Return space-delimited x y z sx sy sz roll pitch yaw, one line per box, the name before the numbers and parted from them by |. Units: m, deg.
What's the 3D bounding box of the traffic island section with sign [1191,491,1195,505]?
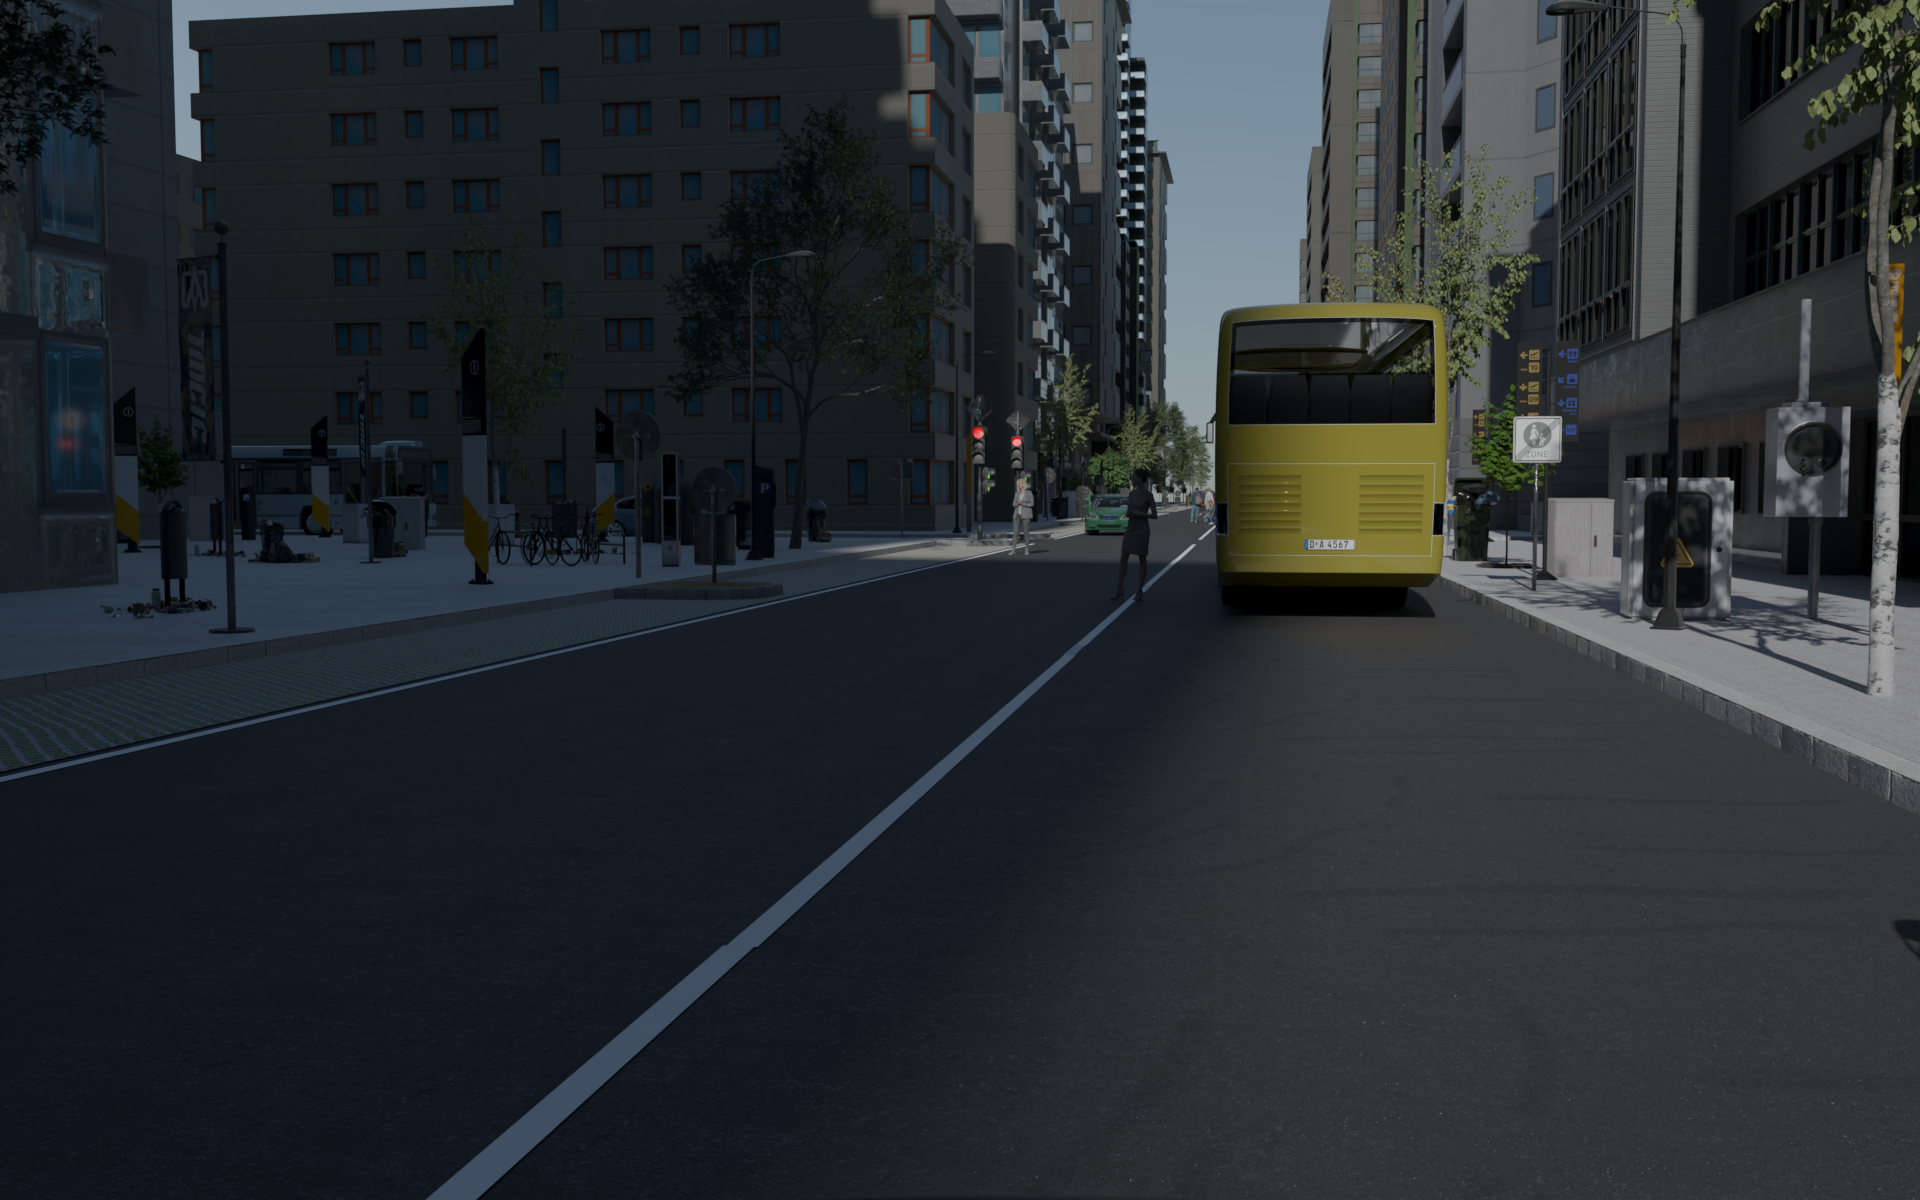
traffic island section with sign | 32.133 -13.933 236.428 1.989 1.847 2.006 1 4 10

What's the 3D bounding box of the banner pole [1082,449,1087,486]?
banner pole | 6.939 -6.525 96.698 0.401 3.779 0.863 -1 4 -17

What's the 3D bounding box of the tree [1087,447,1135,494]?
tree | 10.432 -8.314 119.644 4.285 4.588 4.351 0 3 0

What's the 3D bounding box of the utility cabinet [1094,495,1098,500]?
utility cabinet | 8.663 -5.969 108.749 0.306 1.237 1.020 1 4 17

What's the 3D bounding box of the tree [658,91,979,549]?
tree | -3.557 -6.468 40.159 7.601 10.594 8.767 2 4 23

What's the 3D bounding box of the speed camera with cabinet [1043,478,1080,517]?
speed camera with cabinet | 5.627 -6.201 95.729 2.038 3.252 0.660 0 4 6

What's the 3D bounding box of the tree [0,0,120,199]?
tree | -7.798 -4.560 8.963 7.601 10.594 8.767 0 4 5

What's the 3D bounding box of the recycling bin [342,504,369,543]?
recycling bin | -15.679 -2.009 45.407 0.722 1.027 0.722 2 4 34

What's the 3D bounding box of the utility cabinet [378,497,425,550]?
utility cabinet | -12.844 -1.754 39.840 1.020 1.237 0.306 1 4 12

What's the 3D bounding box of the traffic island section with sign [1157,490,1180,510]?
traffic island section with sign | 18.421 -8.947 154.910 1.989 1.847 2.006 1 4 10

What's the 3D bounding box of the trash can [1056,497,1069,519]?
trash can | 5.300 -4.775 89.723 0.748 1.137 0.748 0 3 0

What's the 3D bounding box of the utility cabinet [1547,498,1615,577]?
utility cabinet | 9.602 -0.959 26.847 1.020 1.237 0.306 -1 4 -12

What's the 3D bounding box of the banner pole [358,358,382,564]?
banner pole | -11.054 -2.580 32.199 0.401 3.779 0.863 -2 4 -34

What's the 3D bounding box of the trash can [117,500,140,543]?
trash can | -21.754 -2.049 45.149 0.748 1.137 0.748 0 3 0

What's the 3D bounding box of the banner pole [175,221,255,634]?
banner pole | -6.967 -1.595 16.090 0.863 3.779 0.401 2 4 29

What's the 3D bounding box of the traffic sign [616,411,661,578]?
traffic sign | -4.921 -1.611 26.445 0.768 2.556 0.104 1 4 19

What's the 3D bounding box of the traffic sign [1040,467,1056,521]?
traffic sign | 4.162 -5.034 82.415 0.768 2.556 0.104 1 4 17

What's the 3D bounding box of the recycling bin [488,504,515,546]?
recycling bin | -11.573 -1.867 43.079 0.722 1.027 0.722 2 4 24

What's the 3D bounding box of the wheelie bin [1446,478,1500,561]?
wheelie bin | 9.811 -1.541 33.105 0.980 1.594 0.693 0 4 8

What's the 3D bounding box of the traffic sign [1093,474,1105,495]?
traffic sign | 8.796 -6.690 109.488 0.768 2.556 0.104 1 4 18

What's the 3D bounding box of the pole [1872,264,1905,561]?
pole | 8.289 -1.323 15.480 0.158 3.312 0.155 0 3 0

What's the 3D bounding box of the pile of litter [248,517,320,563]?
pile of litter | -12.780 -1.146 32.695 1.176 0.858 1.719 -3 4 -37

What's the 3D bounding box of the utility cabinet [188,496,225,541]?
utility cabinet | -20.389 -2.197 47.079 1.020 1.237 0.306 0 4 -4

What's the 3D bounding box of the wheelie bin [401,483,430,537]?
wheelie bin | -16.162 -2.665 51.481 0.693 1.594 0.980 2 4 26

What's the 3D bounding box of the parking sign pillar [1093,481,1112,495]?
parking sign pillar | 10.430 -8.455 126.710 1.447 3.967 1.447 1 4 20

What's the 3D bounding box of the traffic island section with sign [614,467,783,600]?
traffic island section with sign | -3.566 -0.956 24.258 1.989 1.847 2.006 1 4 10

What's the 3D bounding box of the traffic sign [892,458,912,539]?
traffic sign | -1.668 -2.913 49.754 0.606 2.300 0.079 1 4 14

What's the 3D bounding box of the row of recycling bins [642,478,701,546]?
row of recycling bins | -7.436 -2.302 44.757 1.069 1.692 3.534 -1 4 -23

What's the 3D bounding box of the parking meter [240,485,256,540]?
parking meter | -19.830 -2.436 48.242 0.372 1.533 0.369 0 3 0

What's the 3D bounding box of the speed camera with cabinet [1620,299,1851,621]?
speed camera with cabinet | 7.885 -1.426 17.657 2.038 3.252 0.660 1 4 12

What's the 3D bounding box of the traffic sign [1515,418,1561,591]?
traffic sign | 7.617 -1.271 22.916 0.606 2.300 0.079 1 4 10

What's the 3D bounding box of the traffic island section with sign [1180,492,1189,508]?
traffic island section with sign | 22.898 -10.573 181.493 1.989 1.847 2.006 1 4 10

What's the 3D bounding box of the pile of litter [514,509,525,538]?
pile of litter | -13.279 -2.238 50.559 1.176 0.858 1.719 -2 4 -33

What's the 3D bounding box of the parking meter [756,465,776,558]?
parking meter | -3.895 -1.779 34.798 0.399 1.863 0.255 0 4 -1

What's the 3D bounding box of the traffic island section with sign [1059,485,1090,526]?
traffic island section with sign | 5.586 -4.280 78.605 1.989 1.847 2.006 1 4 10

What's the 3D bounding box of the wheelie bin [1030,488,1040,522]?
wheelie bin | 3.339 -4.391 79.695 0.693 1.594 0.980 0 4 3

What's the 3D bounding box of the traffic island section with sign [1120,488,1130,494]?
traffic island section with sign | 10.086 -5.915 105.334 1.989 1.847 2.006 1 4 10

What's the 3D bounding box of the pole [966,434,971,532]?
pole | 0.300 -3.965 58.669 0.158 3.312 0.155 0 3 0

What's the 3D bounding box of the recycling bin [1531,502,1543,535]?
recycling bin | 18.366 -2.563 54.453 0.722 1.027 0.722 2 4 25

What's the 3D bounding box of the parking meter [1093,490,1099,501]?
parking meter | 8.938 -6.457 113.981 0.372 1.533 0.369 0 3 0

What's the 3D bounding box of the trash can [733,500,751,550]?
trash can | -4.916 -1.738 40.064 0.748 1.137 0.748 0 3 0
